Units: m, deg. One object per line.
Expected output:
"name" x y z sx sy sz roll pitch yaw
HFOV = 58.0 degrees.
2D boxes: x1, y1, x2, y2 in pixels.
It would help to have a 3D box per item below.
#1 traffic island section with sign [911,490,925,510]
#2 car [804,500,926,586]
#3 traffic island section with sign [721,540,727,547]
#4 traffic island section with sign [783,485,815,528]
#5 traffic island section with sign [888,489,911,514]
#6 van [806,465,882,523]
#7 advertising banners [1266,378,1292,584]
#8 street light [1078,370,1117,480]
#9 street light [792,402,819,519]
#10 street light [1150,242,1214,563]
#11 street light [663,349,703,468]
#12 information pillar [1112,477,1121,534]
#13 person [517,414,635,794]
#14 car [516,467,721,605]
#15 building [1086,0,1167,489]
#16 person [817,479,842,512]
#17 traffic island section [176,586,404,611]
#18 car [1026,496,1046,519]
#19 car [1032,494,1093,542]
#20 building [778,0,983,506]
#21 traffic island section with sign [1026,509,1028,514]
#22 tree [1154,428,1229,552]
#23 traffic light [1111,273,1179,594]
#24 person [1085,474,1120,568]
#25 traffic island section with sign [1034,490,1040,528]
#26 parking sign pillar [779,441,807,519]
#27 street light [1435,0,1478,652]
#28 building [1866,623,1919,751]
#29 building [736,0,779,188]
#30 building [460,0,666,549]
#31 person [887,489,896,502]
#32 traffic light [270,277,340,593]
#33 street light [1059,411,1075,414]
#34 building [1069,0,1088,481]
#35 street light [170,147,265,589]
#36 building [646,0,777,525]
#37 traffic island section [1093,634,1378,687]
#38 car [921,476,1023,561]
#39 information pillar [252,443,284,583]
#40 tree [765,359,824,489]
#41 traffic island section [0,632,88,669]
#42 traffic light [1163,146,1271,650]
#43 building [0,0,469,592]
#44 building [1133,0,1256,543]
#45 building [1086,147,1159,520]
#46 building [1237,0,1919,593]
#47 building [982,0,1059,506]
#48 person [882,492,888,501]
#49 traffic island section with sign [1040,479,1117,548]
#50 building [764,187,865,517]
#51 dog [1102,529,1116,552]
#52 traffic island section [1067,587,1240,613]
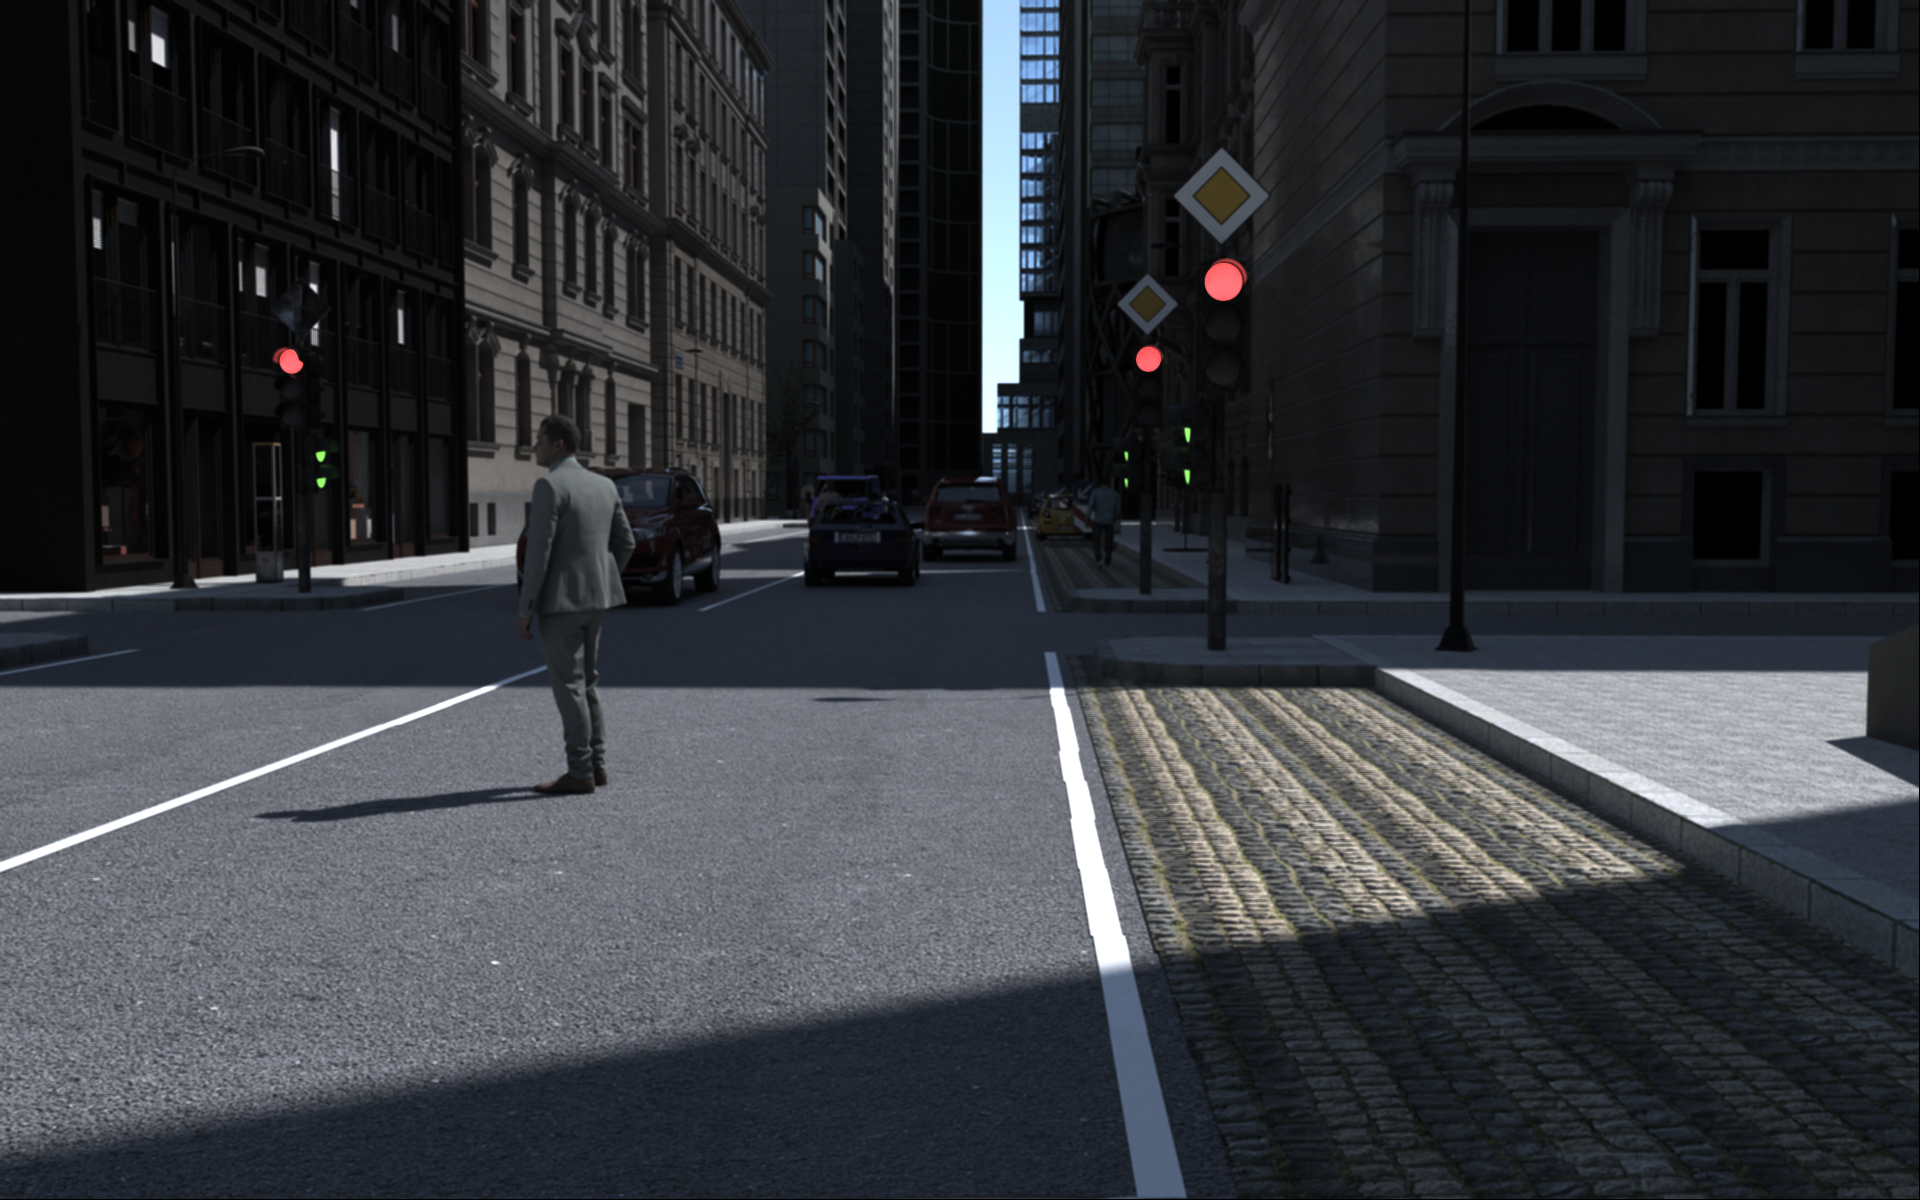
"traffic island section with sign" -3.912 -8.781 152.192 1.989 1.847 2.006 0 4 2
"car" -1.550 -0.964 28.336 1.945 1.354 3.894 0 4 1
"traffic island section with sign" -7.429 -2.360 47.216 1.989 1.847 2.006 0 4 2
"traffic island section with sign" -6.516 -4.030 74.510 1.989 1.847 2.006 0 4 2
"traffic island section with sign" -4.815 -7.126 125.142 1.989 1.847 2.006 0 4 2
"van" -3.603 -3.115 55.313 2.240 2.365 5.245 0 4 2
"advertising banners" 4.694 -1.798 25.581 0.090 3.025 2.074 0 4 2
"street light" 5.272 -5.642 64.792 1.470 5.913 1.316 0 4 2
"street light" -7.829 -7.033 87.533 1.470 5.913 1.316 0 4 2
"street light" 4.200 -3.638 32.027 1.470 5.913 1.316 0 4 2
"street light" -8.900 -5.070 55.443 1.470 5.913 1.316 0 4 2
"information pillar" 5.003 -3.117 55.459 0.304 2.012 0.304 0 4 3
"person" -1.863 0.016 8.338 0.391 1.810 0.635 1 4 19
"car" -4.610 -0.937 23.986 2.281 1.827 5.304 0 4 1
"building" 14.790 -25.875 106.649 14.154 41.232 14.086 0 4 2
"person" -2.617 -1.642 35.944 0.593 1.750 0.643 -2 4 -28
"traffic island section" -8.579 -0.022 22.637 2.009 0.180 2.903 0 4 2
"car" 4.808 -5.390 100.706 1.945 1.354 3.894 0 4 1
"car" 3.230 -2.628 53.197 2.015 1.641 3.980 0 4 0
"building" -7.943 -46.021 190.692 20.611 71.187 20.563 0 4 2
"traffic island section with sign" 5.823 -7.054 123.964 1.989 1.847 2.006 0 4 2
"tree" 5.209 -2.710 38.910 1.663 3.219 1.824 0 3 0
"traffic light" 2.366 -2.033 22.154 0.839 4.253 0.868 0 4 2
"person" 2.758 -1.519 33.349 0.660 1.820 0.620 -1 4 -10
"traffic island section with sign" 4.139 -3.993 73.912 1.989 1.847 2.006 0 4 2
"parking sign pillar" -8.613 -6.153 89.080 1.447 3.967 1.447 0 4 5
"street light" 3.549 -2.543 14.112 1.470 5.913 1.316 0 4 2
"building" 20.668 -18.875 0.492 32.217 40.220 23.993 0 4 2
"building" -16.498 -44.220 161.241 20.611 71.187 20.563 0 4 2
"building" -17.398 -16.048 49.779 14.401 28.519 23.554 0 4 2
"person" -4.273 -5.986 106.824 0.568 1.767 0.683 3 4 38
"traffic light" -8.539 -2.054 22.501 0.839 4.253 0.868 0 4 2
"street light" 6.233 -7.625 97.213 1.470 5.913 1.316 0 4 2
"building" 15.109 -28.811 121.170 14.600 45.320 14.200 0 4 2
"street light" -10.008 -3.108 23.355 1.470 5.913 1.316 0 4 2
"building" -15.696 -16.937 74.180 12.463 27.353 25.104 0 4 2
"traffic island section" 2.139 0.489 14.286 2.009 0.180 2.903 0 4 2
"car" 0.251 -1.827 38.550 2.281 1.827 5.304 0 4 2
"information pillar" -9.983 -1.254 24.997 0.304 2.012 0.304 0 4 -3
"tree" -9.404 -8.697 92.562 4.360 8.622 3.978 0 3 0
"traffic island section" -8.846 0.466 14.657 2.009 0.180 2.903 0 4 2
"traffic light" 2.099 -1.544 14.173 0.839 4.253 0.868 0 4 2
"building" -17.280 -12.250 29.971 12.332 23.373 15.834 0 4 2
"building" 13.004 -14.526 56.591 14.460 24.649 34.723 0 4 2
"building" 14.847 -13.526 88.597 16.820 18.784 16.811 0 4 2
"building" 15.313 -14.784 27.631 20.117 28.700 13.634 0 4 2
"building" 18.216 -53.673 190.232 31.000 86.520 22.319 0 4 2
"person" -3.541 -4.172 79.316 0.503 1.515 0.523 -2 4 -34
"traffic island section with sign" 3.245 -2.345 46.972 1.989 1.847 2.006 0 4 2
"building" -21.299 -16.372 112.730 27.650 21.520 28.899 0 4 2
"dog" 3.608 -1.605 43.083 0.513 0.831 0.800 2 4 33
"traffic island section" 2.406 0.001 22.266 2.009 0.180 2.903 0 4 2
